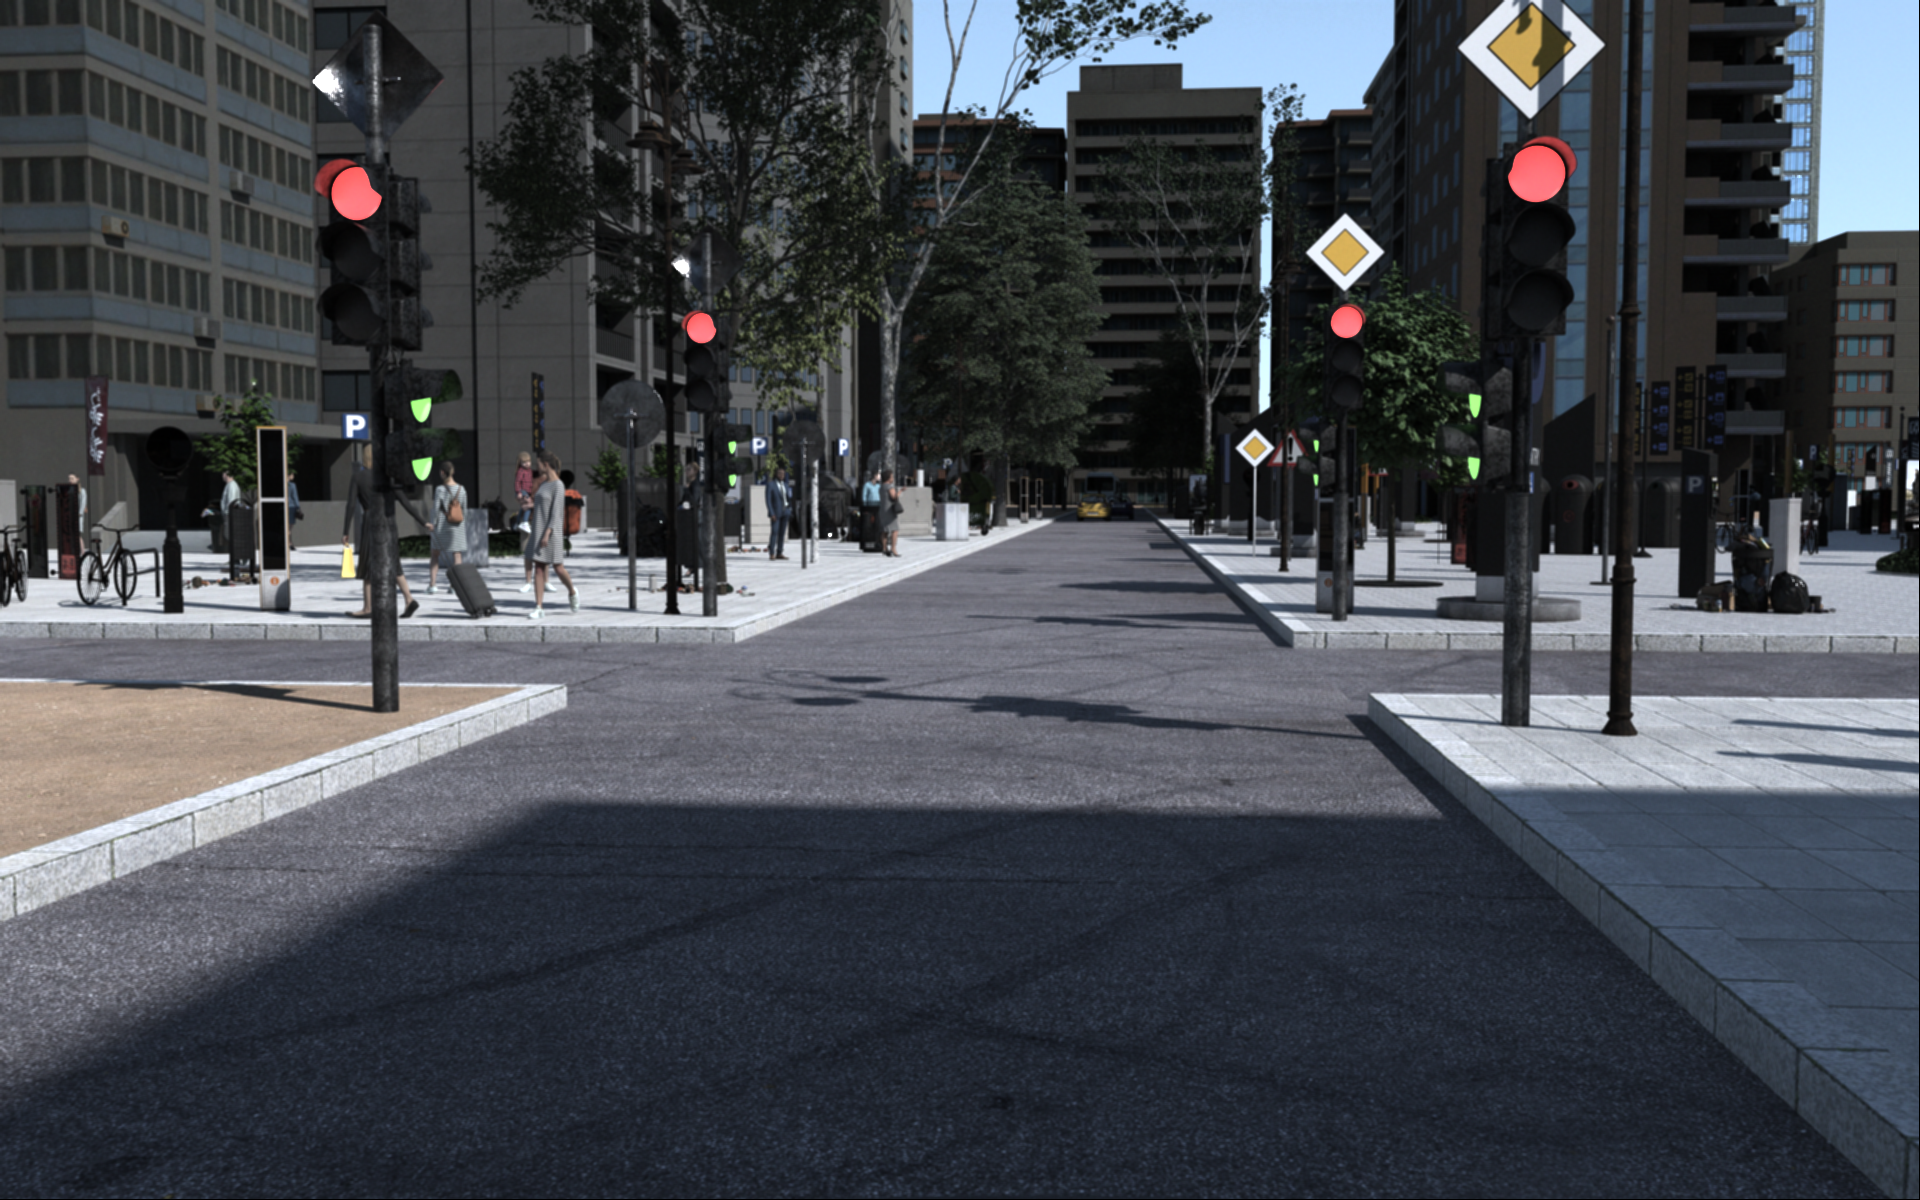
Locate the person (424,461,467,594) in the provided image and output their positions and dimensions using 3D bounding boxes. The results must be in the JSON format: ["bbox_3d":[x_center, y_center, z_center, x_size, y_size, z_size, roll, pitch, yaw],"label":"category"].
[{"bbox_3d":[-6.560,-0.929,22.230,0.522,1.701,0.512,3,5,44],"label":"person"}]

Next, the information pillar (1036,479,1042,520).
[{"bbox_3d":[3.908,-4.955,85.503,0.304,2.012,0.304,0,4,3],"label":"information pillar"}]

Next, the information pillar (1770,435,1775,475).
[{"bbox_3d":[32.363,-4.751,69.036,0.183,3.616,0.504,2,4,30],"label":"information pillar"}]

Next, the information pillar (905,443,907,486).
[{"bbox_3d":[-2.446,-5.362,79.029,0.183,3.616,0.504,0,3,0],"label":"information pillar"}]

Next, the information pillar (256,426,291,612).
[{"bbox_3d":[-7.510,-0.884,18.952,0.304,2.012,0.304,-1,4,-20],"label":"information pillar"}]

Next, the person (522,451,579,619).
[{"bbox_3d":[-4.283,-0.692,18.106,0.466,1.731,0.760,1,4,17],"label":"person"}]

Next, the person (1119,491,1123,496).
[{"bbox_3d":[15.514,-9.622,166.538,0.721,1.735,1.217,-3,5,-39],"label":"person"}]

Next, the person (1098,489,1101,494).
[{"bbox_3d":[10.832,-7.744,135.072,0.705,1.831,1.348,2,4,29],"label":"person"}]

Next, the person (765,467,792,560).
[{"bbox_3d":[-3.565,-1.693,33.898,0.419,1.800,0.721,3,4,36],"label":"person"}]

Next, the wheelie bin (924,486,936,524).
[{"bbox_3d":[-1.398,-3.808,70.162,0.693,1.594,0.980,2,4,26],"label":"wheelie bin"}]

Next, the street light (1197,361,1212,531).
[{"bbox_3d":[8.478,-5.345,60.182,0.468,5.910,1.993,0,4,5],"label":"street light"}]

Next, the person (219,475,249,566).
[{"bbox_3d":[-13.109,-1.513,31.265,0.515,1.767,0.782,-2,4,-23],"label":"person"}]

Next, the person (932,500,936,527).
[{"bbox_3d":[-1.126,-3.292,64.144,0.475,1.303,0.640,-1,4,-22],"label":"person"}]

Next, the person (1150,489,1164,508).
[{"bbox_3d":[17.941,-9.230,157.738,1.217,1.735,0.721,0,4,2],"label":"person"}]

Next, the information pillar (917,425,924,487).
[{"bbox_3d":[-1.347,-4.129,58.869,0.183,3.616,0.504,1,4,18],"label":"information pillar"}]

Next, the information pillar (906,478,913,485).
[{"bbox_3d":[-2.258,-4.431,76.939,0.304,2.012,0.304,0,4,-2],"label":"information pillar"}]

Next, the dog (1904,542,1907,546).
[{"bbox_3d":[23.667,-1.553,43.125,0.748,0.427,0.550,0,4,-2],"label":"dog"}]

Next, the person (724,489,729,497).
[{"bbox_3d":[-7.343,-2.860,53.052,0.600,1.795,0.529,-1,4,-17],"label":"person"}]

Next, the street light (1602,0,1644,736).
[{"bbox_3d":[3.528,-2.220,9.086,0.468,5.910,1.993,0,4,5],"label":"street light"}]

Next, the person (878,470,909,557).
[{"bbox_3d":[-1.344,-1.779,35.483,0.532,1.782,0.716,-2,4,-32],"label":"person"}]

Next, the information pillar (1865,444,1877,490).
[{"bbox_3d":[42.784,-5.506,81.384,0.504,3.616,0.183,0,4,-1],"label":"information pillar"}]

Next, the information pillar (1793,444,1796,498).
[{"bbox_3d":[39.100,-5.522,81.636,0.183,3.616,0.504,-2,4,-33],"label":"information pillar"}]

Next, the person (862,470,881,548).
[{"bbox_3d":[-2.069,-2.157,41.173,0.638,1.841,0.748,-1,4,-22],"label":"person"}]

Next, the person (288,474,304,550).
[{"bbox_3d":[-15.209,-2.022,39.125,0.581,1.822,0.654,2,4,26],"label":"person"}]

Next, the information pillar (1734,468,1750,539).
[{"bbox_3d":[22.330,-2.751,49.473,0.304,2.012,0.304,0,4,8],"label":"information pillar"}]

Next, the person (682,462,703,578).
[{"bbox_3d":[-4.068,-1.236,26.678,0.534,1.772,0.576,-3,4,-38],"label":"person"}]

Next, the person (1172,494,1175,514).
[{"bbox_3d":[14.326,-6.521,113.219,0.990,1.755,0.434,1,4,19],"label":"person"}]

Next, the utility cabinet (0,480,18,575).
[{"bbox_3d":[-15.020,-1.122,27.031,0.318,1.500,1.173,-1,4,-18],"label":"utility cabinet"}]

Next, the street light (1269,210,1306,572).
[{"bbox_3d":[5.364,-3.409,28.523,0.468,5.910,1.993,0,4,5],"label":"street light"}]

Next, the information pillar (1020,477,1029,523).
[{"bbox_3d":[2.847,-4.402,76.461,0.304,2.012,0.304,1,4,15],"label":"information pillar"}]

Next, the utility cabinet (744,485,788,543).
[{"bbox_3d":[-5.021,-2.212,44.838,1.173,1.500,0.318,-3,5,-40],"label":"utility cabinet"}]

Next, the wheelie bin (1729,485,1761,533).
[{"bbox_3d":[26.180,-3.049,57.755,0.980,1.594,0.693,1,4,20],"label":"wheelie bin"}]

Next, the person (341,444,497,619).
[{"bbox_3d":[-5.618,-0.705,17.785,1.509,1.804,0.699,0,4,7],"label":"person"}]

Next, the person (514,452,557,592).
[{"bbox_3d":[-5.583,-1.018,22.663,0.580,1.828,0.573,-3,5,-44],"label":"person"}]

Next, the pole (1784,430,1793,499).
[{"bbox_3d":[26.500,-3.766,55.416,0.158,3.312,0.155,0,3,0],"label":"pole"}]

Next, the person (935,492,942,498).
[{"bbox_3d":[-1.560,-7.899,138.383,0.799,1.438,0.628,-1,4,-23],"label":"person"}]

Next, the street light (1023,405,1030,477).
[{"bbox_3d":[3.044,-6.660,81.686,0.468,5.910,1.993,0,4,5],"label":"street light"}]

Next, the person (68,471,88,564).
[{"bbox_3d":[-16.411,-1.534,32.121,0.512,1.701,0.522,0,4,8],"label":"person"}]

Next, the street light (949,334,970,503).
[{"bbox_3d":[-0.004,-4.722,49.998,0.468,5.910,1.993,0,4,5],"label":"street light"}]

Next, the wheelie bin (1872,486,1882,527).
[{"bbox_3d":[36.276,-3.697,68.349,0.693,1.594,0.980,2,4,26],"label":"wheelie bin"}]

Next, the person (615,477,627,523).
[{"bbox_3d":[-10.942,-3.085,56.448,0.622,1.834,0.822,0,4,-6],"label":"person"}]

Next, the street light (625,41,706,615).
[{"bbox_3d":[-3.079,-2.786,18.336,0.468,5.910,1.993,0,4,5],"label":"street light"}]

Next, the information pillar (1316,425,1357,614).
[{"bbox_3d":[4.029,-0.861,18.563,0.304,2.012,0.304,3,5,40],"label":"information pillar"}]

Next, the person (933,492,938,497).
[{"bbox_3d":[-2.625,-9.332,159.346,1.217,1.736,0.721,0,4,-7],"label":"person"}]

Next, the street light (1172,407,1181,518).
[{"bbox_3d":[11.454,-7.282,91.853,0.468,5.910,1.993,0,4,5],"label":"street light"}]

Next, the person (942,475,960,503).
[{"bbox_3d":[-0.124,-2.611,48.725,0.713,1.824,0.794,1,4,23],"label":"person"}]

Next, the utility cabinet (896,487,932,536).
[{"bbox_3d":[-1.424,-2.672,52.364,1.173,1.500,0.318,-2,4,-28],"label":"utility cabinet"}]
